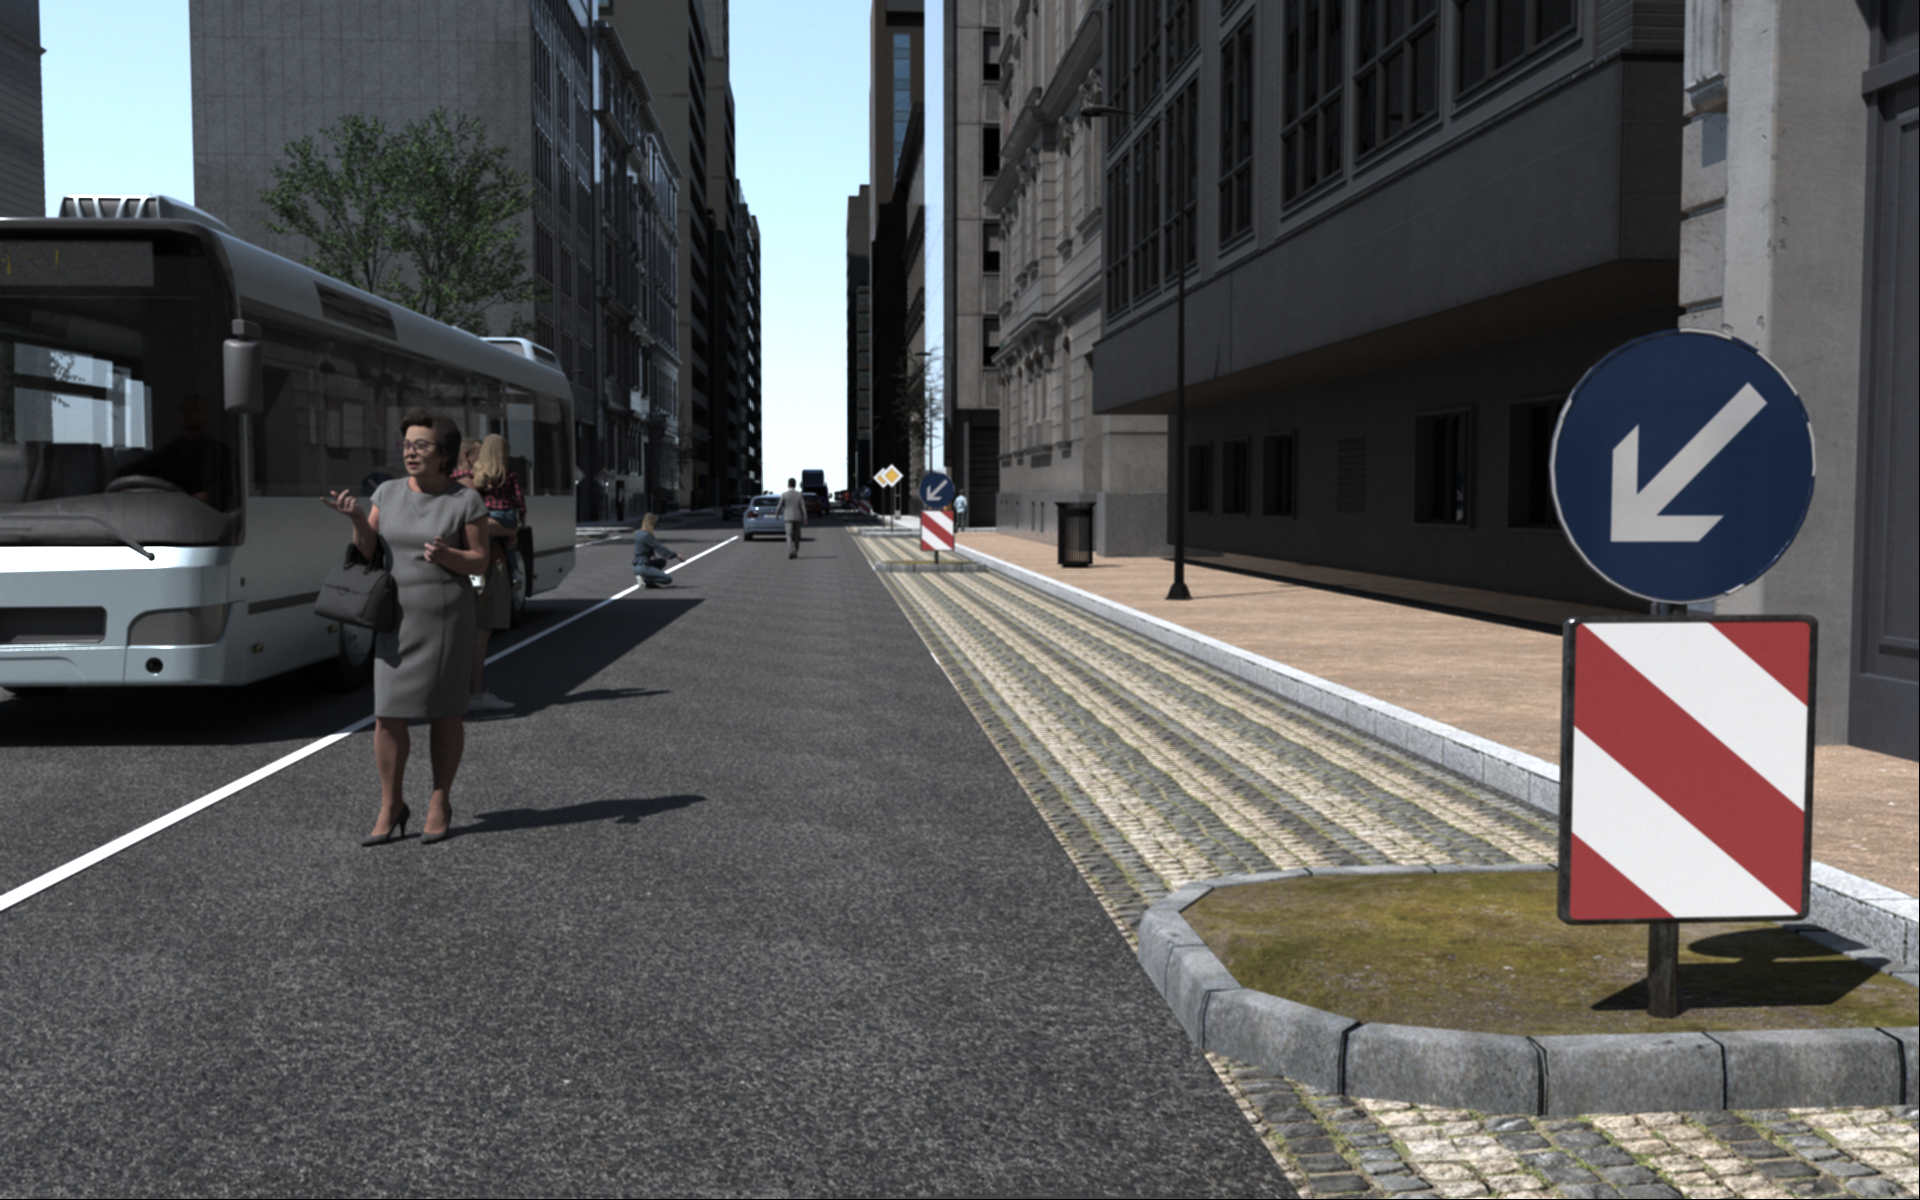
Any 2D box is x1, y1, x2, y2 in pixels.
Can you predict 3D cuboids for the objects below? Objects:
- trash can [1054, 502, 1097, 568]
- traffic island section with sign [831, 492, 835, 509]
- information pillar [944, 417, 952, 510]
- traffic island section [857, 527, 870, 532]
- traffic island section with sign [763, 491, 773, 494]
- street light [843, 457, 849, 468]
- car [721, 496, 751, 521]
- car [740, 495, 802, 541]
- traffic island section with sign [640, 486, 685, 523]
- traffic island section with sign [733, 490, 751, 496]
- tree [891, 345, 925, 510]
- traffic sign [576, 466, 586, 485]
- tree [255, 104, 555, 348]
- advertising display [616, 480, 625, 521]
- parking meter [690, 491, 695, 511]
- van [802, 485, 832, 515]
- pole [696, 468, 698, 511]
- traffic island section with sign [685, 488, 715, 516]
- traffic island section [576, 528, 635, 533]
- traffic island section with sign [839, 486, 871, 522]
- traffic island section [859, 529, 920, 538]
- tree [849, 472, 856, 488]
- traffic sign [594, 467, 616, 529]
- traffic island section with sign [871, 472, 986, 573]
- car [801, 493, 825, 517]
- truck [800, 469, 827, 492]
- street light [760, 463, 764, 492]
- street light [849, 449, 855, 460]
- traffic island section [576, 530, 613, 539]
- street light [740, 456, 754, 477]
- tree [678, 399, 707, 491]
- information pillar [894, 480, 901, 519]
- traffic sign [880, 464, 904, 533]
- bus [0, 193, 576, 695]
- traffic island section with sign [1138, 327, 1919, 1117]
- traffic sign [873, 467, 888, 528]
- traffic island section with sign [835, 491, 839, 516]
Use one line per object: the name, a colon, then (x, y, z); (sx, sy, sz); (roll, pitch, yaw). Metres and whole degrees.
trash can: (2.015, -1.138, 30.265); (0.748, 1.137, 0.748); (0, 3, 0)
traffic island section with sign: (-11.062, -9.560, 164.929); (1.989, 1.847, 2.006); (0, 4, -5)
information pillar: (-0.381, -3.748, 52.638); (0.183, 3.616, 0.504); (1, 4, 20)
traffic island section: (-2.860, -2.627, 65.237); (2.009, 0.180, 2.903); (0, 4, -5)
traffic island section with sign: (-29.696, -16.170, 273.009); (1.989, 1.847, 2.006); (0, 4, -5)
street light: (-14.272, -15.564, 227.011); (1.470, 5.913, 1.316); (0, 4, -5)
car: (-12.010, -5.005, 94.417); (1.945, 1.354, 3.894); (0, 4, -5)
car: (-5.858, -2.571, 54.043); (2.014, 1.417, 4.499); (0, 4, -6)
traffic island section with sign: (-15.012, -4.793, 87.000); (1.989, 1.847, 2.006); (0, 4, -5)
traffic island section with sign: (-21.088, -9.494, 163.858); (1.989, 1.847, 2.006); (0, 4, -5)
tree: (-1.419, -7.992, 81.035); (4.360, 8.622, 3.978); (0, 3, 0)
traffic sign: (-12.567, -3.227, 56.407); (0.795, 2.450, 0.064); (0, 4, -5)
tree: (-14.978, -7.428, 47.202); (9.928, 11.665, 9.643); (0, 3, 0)
advertising display: (-16.013, -4.675, 81.642); (0.123, 1.923, 0.974); (0, 4, 5)
parking meter: (-20.052, -7.438, 130.018); (0.372, 1.533, 0.369); (0, 3, 0)
van: (-10.056, -7.119, 120.780); (2.240, 2.365, 5.245); (0, 4, -4)
pole: (-20.373, -8.584, 134.198); (0.158, 3.312, 0.155); (0, 3, 0)
traffic island section with sign: (-17.157, -6.453, 114.132); (1.989, 1.847, 2.006); (0, 4, -5)
traffic island section: (-13.219, -2.578, 64.427); (2.009, 0.180, 2.903); (0, 4, -5)
traffic island section with sign: (-4.984, -4.849, 87.911); (1.989, 1.847, 2.006); (0, 4, -5)
traffic island section: (-2.231, -2.140, 57.277); (2.009, 0.180, 2.903); (0, 4, -5)
tree: (-12.756, -14.656, 223.339); (4.285, 4.588, 4.351); (0, 3, 0)
traffic sign: (-13.196, -3.714, 64.367); (0.795, 2.450, 0.064); (0, 4, -5)
traffic island section with sign: (-0.586, -1.446, 32.271); (1.989, 1.847, 2.006); (0, 4, -5)
car: (-9.532, -6.084, 108.510); (2.155, 1.783, 4.494); (0, 4, -4)
truck: (-15.695, -11.850, 183.509); (2.967, 4.110, 18.799); (0, 4, -4)
street light: (-30.027, -17.541, 259.329); (1.470, 5.913, 1.316); (0, 4, -5)
street light: (-10.499, -12.703, 180.240); (1.470, 5.913, 1.316); (0, 4, -5)
traffic island section: (-12.590, -2.091, 56.466); (2.009, 0.180, 2.903); (0, 4, -5)
street light: (-27.207, -15.346, 223.444); (1.470, 5.913, 1.316); (0, 4, -5)
tree: (-21.563, -11.086, 131.623); (4.360, 8.622, 3.978); (0, 3, 0)
information pillar: (-3.157, -5.077, 87.502); (0.304, 2.012, 0.304); (0, 4, -7)
traffic sign: (-2.253, -3.276, 57.198); (0.795, 2.450, 0.064); (0, 4, -5)
bus: (-5.745, -1.246, 15.225); (2.948, 3.499, 13.247); (0, 4, -3)
traffic island section with sign: (1.571, 0.226, 4.926); (1.989, 1.847, 2.006); (0, 4, -5)
traffic sign: (-2.882, -3.762, 65.158); (0.795, 2.450, 0.064); (0, 4, -5)
traffic island section with sign: (-7.104, -6.493, 114.783); (1.989, 1.847, 2.006); (0, 4, -5)
